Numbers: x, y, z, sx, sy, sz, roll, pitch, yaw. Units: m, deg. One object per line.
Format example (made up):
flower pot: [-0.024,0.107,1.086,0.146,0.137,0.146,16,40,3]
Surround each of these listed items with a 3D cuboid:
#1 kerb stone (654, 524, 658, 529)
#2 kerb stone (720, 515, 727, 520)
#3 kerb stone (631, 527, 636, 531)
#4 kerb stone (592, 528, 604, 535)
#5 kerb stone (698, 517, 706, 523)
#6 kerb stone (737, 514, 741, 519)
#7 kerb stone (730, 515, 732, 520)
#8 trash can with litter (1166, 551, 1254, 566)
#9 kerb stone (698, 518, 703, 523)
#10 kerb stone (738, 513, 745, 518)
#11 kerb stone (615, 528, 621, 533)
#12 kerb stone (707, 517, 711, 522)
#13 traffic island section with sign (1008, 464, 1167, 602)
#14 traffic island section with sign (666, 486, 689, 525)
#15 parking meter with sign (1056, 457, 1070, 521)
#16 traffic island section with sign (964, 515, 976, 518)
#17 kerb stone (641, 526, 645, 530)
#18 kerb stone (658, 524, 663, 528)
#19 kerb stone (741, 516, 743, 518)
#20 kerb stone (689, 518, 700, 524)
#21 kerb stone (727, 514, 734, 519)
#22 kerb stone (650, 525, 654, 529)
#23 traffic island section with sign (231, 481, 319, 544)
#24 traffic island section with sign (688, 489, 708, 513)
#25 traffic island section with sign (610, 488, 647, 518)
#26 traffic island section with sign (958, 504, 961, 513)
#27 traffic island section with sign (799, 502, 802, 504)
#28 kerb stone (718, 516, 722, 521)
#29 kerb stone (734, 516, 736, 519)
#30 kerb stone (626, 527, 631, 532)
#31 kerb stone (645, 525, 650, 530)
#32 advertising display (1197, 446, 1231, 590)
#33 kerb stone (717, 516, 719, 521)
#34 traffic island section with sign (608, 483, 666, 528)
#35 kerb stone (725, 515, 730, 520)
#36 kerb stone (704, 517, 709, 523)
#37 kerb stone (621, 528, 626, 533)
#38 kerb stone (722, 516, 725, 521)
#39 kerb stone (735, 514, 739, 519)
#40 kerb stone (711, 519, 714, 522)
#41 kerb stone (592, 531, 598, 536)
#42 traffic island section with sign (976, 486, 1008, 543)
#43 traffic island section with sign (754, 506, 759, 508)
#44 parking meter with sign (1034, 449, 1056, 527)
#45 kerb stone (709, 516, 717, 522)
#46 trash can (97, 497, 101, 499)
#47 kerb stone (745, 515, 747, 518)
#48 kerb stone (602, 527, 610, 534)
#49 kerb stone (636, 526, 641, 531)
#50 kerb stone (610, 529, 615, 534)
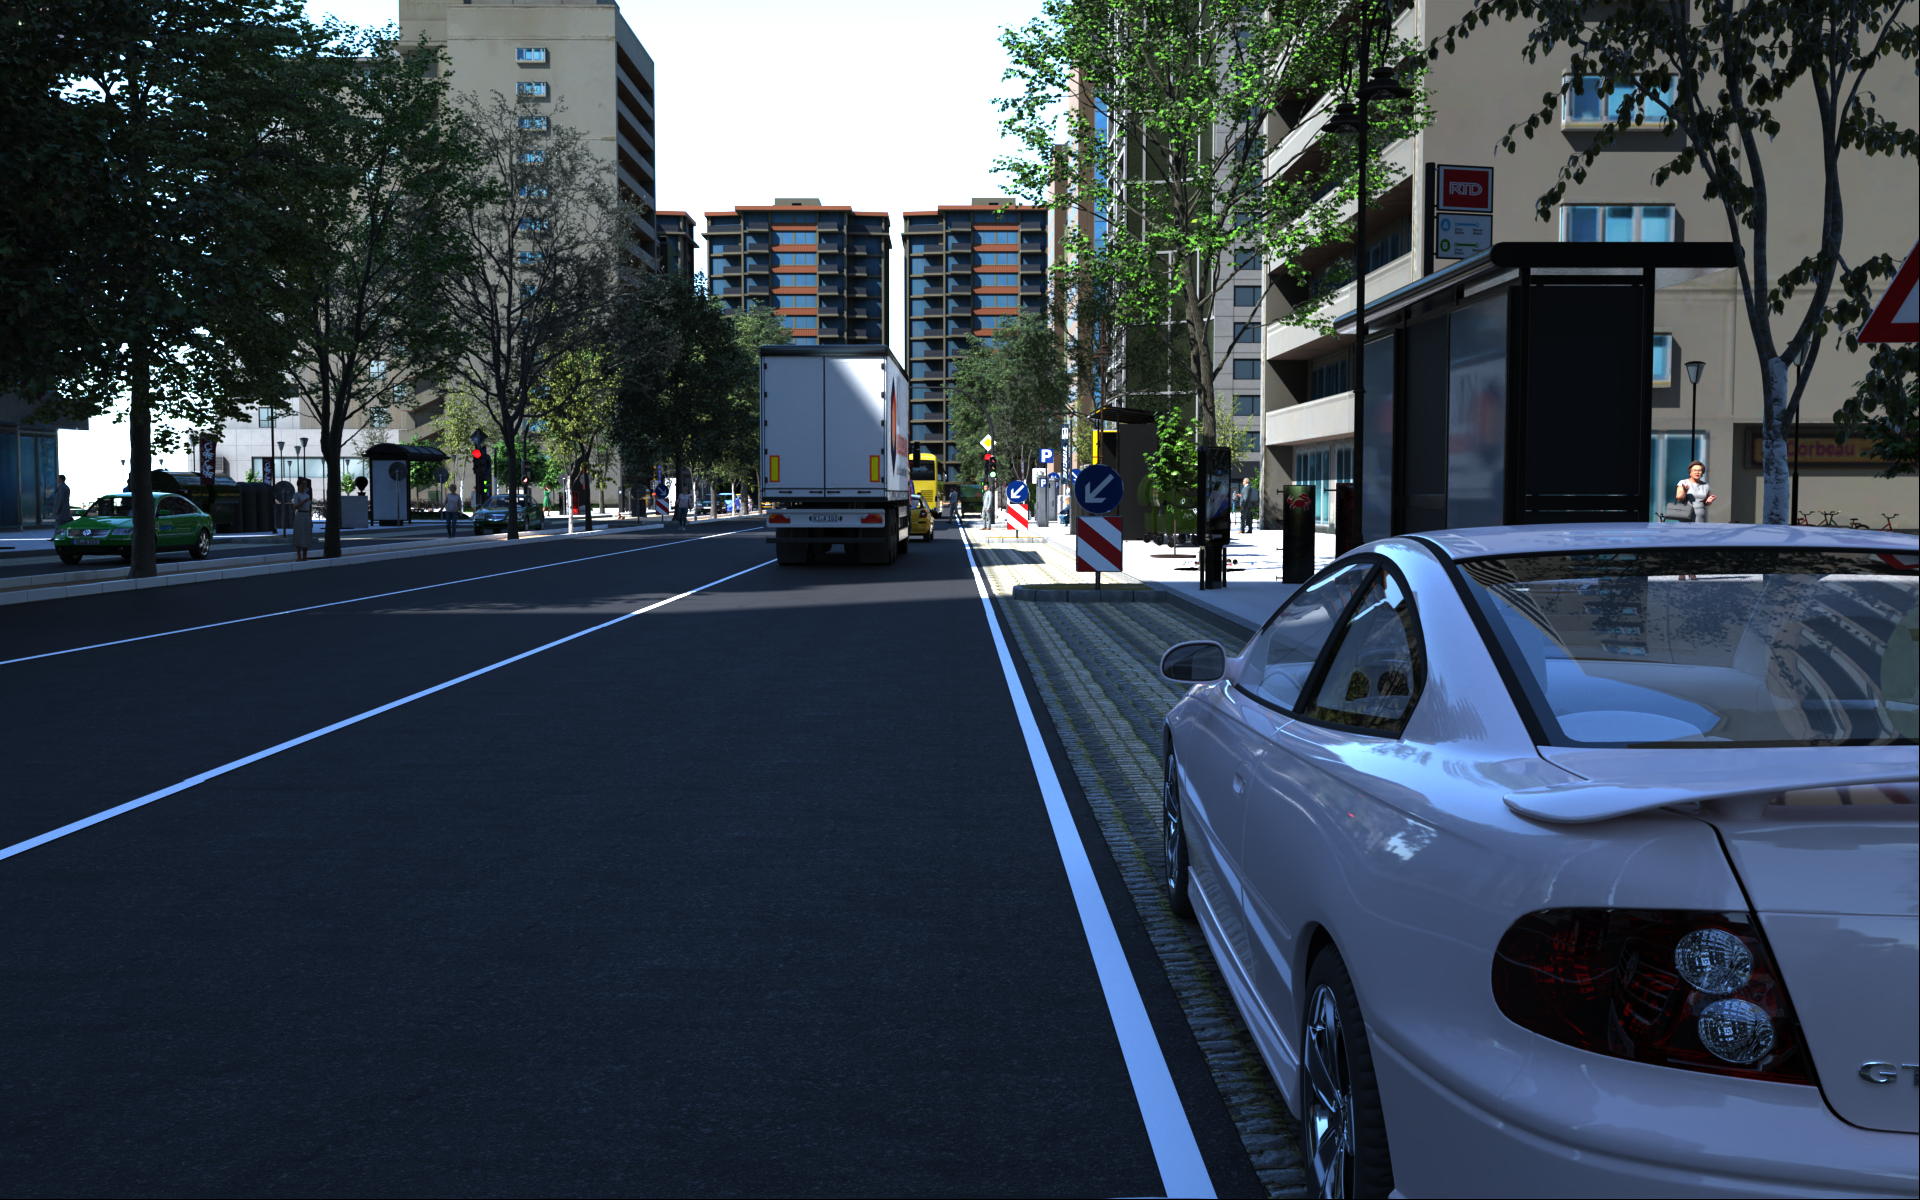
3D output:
kerb stone: [-12.723,-3.023,71.626,0.120,0.150,1.000,0,4,0]
kerb stone: [-12.872,-4.371,93.715,0.120,0.150,1.000,0,4,0]
kerb stone: [-12.693,-2.709,66.490,0.120,0.150,1.000,0,4,0]
kerb stone: [-12.651,-2.334,60.349,0.120,0.150,1.000,0,4,0]
kerb stone: [-12.818,-3.869,85.514,0.120,0.150,1.000,0,4,0]
kerb stone: [-12.910,-4.750,99.865,0.120,0.150,1.000,0,4,0]
kerb stone: [-12.889,-4.500,95.768,0.120,0.150,1.000,0,4,0]
trash can with litter: [4.483,-1.245,31.414,1.678,1.210,2.233,1,4,13]
kerb stone: [-12.807,-3.810,84.488,0.120,0.150,1.000,0,4,0]
kerb stone: [-12.915,-4.876,101.913,0.120,0.150,1.000,0,4,0]
kerb stone: [-12.666,-2.521,63.416,0.120,0.150,1.000,0,4,0]
kerb stone: [-12.827,-3.998,87.563,0.120,0.150,1.000,0,4,0]
traffic island section with sign: [1.727,-0.922,23.700,1.989,1.847,2.006,0,4,0]
traffic island section with sign: [-13.820,-4.459,81.035,2.006,1.907,1.989,0,4,0]
parking meter with sign: [4.336,-5.262,82.291,1.738,3.016,0.543,2,4,35]
traffic island section with sign: [1.195,-5.960,106.070,1.989,1.847,2.006,0,4,0]
kerb stone: [-12.707,-2.834,68.539,0.120,0.150,1.000,0,4,0]
kerb stone: [-12.724,-3.086,72.656,0.120,0.150,1.000,0,4,0]
kerb stone: [-12.907,-4.808,100.891,0.120,0.150,1.000,0,4,0]
kerb stone: [-12.793,-3.747,83.466,0.120,0.150,1.000,0,4,0]
kerb stone: [-12.881,-4.562,96.790,0.120,0.150,1.000,0,4,0]
kerb stone: [-12.720,-2.960,70.595,0.120,0.150,1.000,0,4,0]
traffic island section with sign: [-19.875,-2.560,50.488,1.989,1.847,2.006,0,4,0]
traffic island section with sign: [-20.404,-7.605,132.966,1.989,1.847,2.006,0,4,0]
traffic island section with sign: [-20.232,-5.956,106.011,1.989,1.847,2.006,0,4,0]
traffic island section with sign: [1.014,-7.633,133.420,1.989,1.847,2.006,0,4,0]
traffic island section with sign: [-14.315,-9.054,156.172,2.006,1.907,1.989,0,4,0]
kerb stone: [-12.858,-4.248,91.665,0.120,0.150,1.000,0,4,0]
kerb stone: [-12.894,-4.622,97.821,0.120,0.150,1.000,0,4,0]
kerb stone: [-12.687,-2.646,65.462,0.120,0.150,1.000,0,4,0]
kerb stone: [-12.719,-2.897,69.568,0.120,0.150,1.000,0,4,0]
advertising display: [3.435,-1.113,23.419,0.123,1.923,0.974,2,4,29]
kerb stone: [-12.846,-4.181,90.642,0.120,0.150,1.000,0,4,0]
traffic island section with sign: [-13.781,-4.006,73.628,2.006,1.907,1.989,0,4,0]
kerb stone: [-12.867,-4.434,94.741,0.120,0.150,1.000,0,4,0]
kerb stone: [-12.819,-3.933,86.536,0.120,0.150,1.000,0,4,0]
kerb stone: [-12.679,-2.584,64.438,0.120,0.150,1.000,0,4,0]
kerb stone: [-12.856,-4.306,92.689,0.120,0.150,1.000,0,4,0]
kerb stone: [-12.896,-4.684,98.843,0.120,0.150,1.000,0,4,0]
kerb stone: [-12.826,-4.058,88.585,0.120,0.150,1.000,0,4,0]
kerb stone: [-12.641,-2.271,59.322,0.120,0.150,1.000,0,4,0]
traffic island section with sign: [1.551,-2.587,50.926,1.989,1.847,2.006,0,4,0]
traffic island section with sign: [-20.732,-10.671,183.096,1.989,1.847,2.006,0,4,0]
parking meter with sign: [3.235,-4.353,67.426,0.543,3.016,1.738,0,4,-6]
kerb stone: [-12.839,-4.118,89.607,0.120,0.150,1.000,0,4,0]
trash can: [-35.722,-3.719,72.460,0.748,1.137,0.748,0,3,0]
kerb stone: [-12.922,-4.938,102.941,0.120,0.150,1.000,0,4,0]
kerb stone: [-12.660,-2.396,61.371,0.120,0.150,1.000,0,4,0]
kerb stone: [-12.702,-2.768,67.517,0.120,0.150,1.000,0,4,0]
kerb stone: [-12.667,-2.459,62.394,0.120,0.150,1.000,0,4,0]
